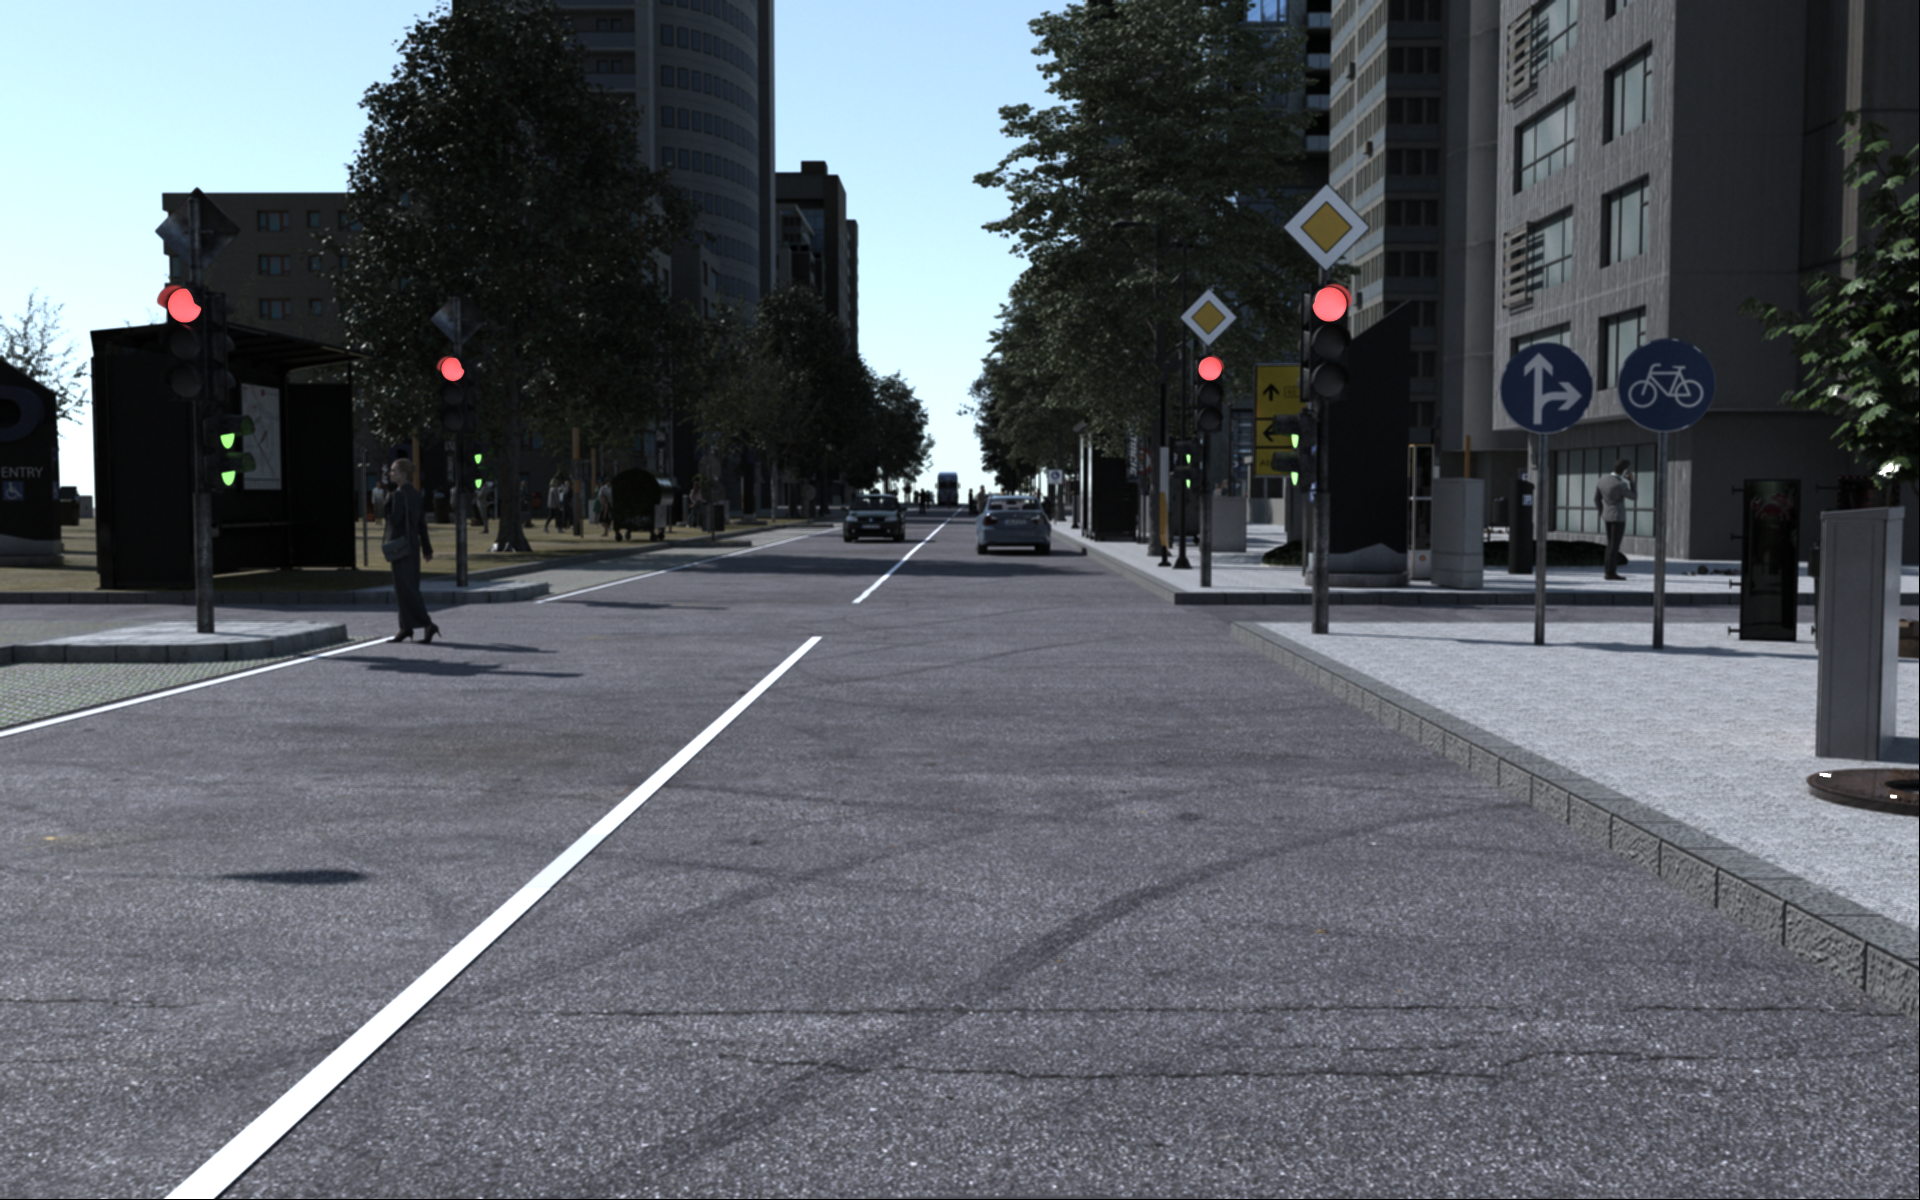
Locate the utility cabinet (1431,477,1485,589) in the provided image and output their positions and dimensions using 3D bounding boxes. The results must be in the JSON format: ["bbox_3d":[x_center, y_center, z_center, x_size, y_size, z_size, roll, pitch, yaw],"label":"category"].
[{"bbox_3d":[6.802,-0.916,23.658,0.318,1.500,1.173,0,4,-5],"label":"utility cabinet"}]

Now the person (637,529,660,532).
[{"bbox_3d":[-10.477,-3.181,58.138,0.778,1.811,0.616,-1,4,-23],"label":"person"}]

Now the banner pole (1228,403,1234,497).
[{"bbox_3d":[7.491,-3.536,47.835,0.401,3.779,0.863,1,4,19],"label":"banner pole"}]

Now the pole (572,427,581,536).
[{"bbox_3d":[-11.750,-3.622,53.056,0.158,3.312,0.155,0,3,0],"label":"pole"}]

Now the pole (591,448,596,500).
[{"bbox_3d":[-16.317,-5.096,77.155,0.158,3.312,0.155,0,3,0],"label":"pole"}]

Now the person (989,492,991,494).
[{"bbox_3d":[3.755,-12.851,219.416,0.445,1.727,0.742,0,4,4],"label":"person"}]

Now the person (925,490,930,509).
[{"bbox_3d":[-3.133,-9.724,167.515,0.705,1.821,1.348,1,4,18],"label":"person"}]

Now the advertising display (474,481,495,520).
[{"bbox_3d":[-23.074,-4.821,84.032,0.974,1.923,0.123,0,4,-7],"label":"advertising display"}]

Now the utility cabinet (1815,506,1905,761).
[{"bbox_3d":[4.553,0.146,8.772,0.306,1.237,1.020,2,4,32],"label":"utility cabinet"}]

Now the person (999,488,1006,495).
[{"bbox_3d":[2.612,-5.835,104.003,0.705,1.812,1.348,-3,4,-38],"label":"person"}]

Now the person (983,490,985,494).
[{"bbox_3d":[2.098,-8.704,150.743,0.705,1.831,1.348,3,5,41],"label":"person"}]

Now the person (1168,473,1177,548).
[{"bbox_3d":[4.802,-2.125,40.968,0.661,1.801,0.590,-2,4,-34],"label":"person"}]

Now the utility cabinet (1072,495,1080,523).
[{"bbox_3d":[5.422,-4.052,77.408,0.306,1.237,1.020,3,4,37],"label":"utility cabinet"}]

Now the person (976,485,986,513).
[{"bbox_3d":[0.847,-3.579,67.356,0.374,1.781,0.599,2,4,30],"label":"person"}]

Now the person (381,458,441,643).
[{"bbox_3d":[-5.296,-0.477,16.715,0.534,1.772,0.576,-1,4,-16],"label":"person"}]

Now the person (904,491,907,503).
[{"bbox_3d":[-7.491,-14.106,237.350,0.721,1.739,1.217,-1,4,-13],"label":"person"}]

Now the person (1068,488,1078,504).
[{"bbox_3d":[10.398,-9.279,157.760,1.348,1.823,0.705,2,4,30],"label":"person"}]

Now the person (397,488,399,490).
[{"bbox_3d":[-17.183,-2.881,53.627,0.782,1.767,0.515,2,4,24],"label":"person"}]

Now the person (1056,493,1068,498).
[{"bbox_3d":[9.778,-9.823,166.618,1.348,1.831,0.705,2,4,26],"label":"person"}]

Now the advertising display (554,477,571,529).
[{"bbox_3d":[-14.838,-3.635,64.642,0.974,1.923,0.123,3,5,43],"label":"advertising display"}]

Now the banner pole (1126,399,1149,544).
[{"bbox_3d":[4.607,-3.354,44.849,0.401,3.779,0.863,-3,5,-42],"label":"banner pole"}]

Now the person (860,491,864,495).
[{"bbox_3d":[-12.082,-12.568,211.390,0.599,1.838,0.709,-2,4,-29],"label":"person"}]

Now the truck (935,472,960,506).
[{"bbox_3d":[-1.483,-13.937,217.635,2.967,4.110,18.799,0,3,0],"label":"truck"}]

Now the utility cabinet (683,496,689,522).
[{"bbox_3d":[-12.279,-3.945,75.662,1.020,1.237,0.306,2,4,30],"label":"utility cabinet"}]

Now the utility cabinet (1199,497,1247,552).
[{"bbox_3d":[5.823,-1.662,38.333,1.020,1.237,0.306,1,4,10],"label":"utility cabinet"}]

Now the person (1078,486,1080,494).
[{"bbox_3d":[8.228,-6.850,118.050,0.705,1.823,1.348,1,4,15],"label":"person"}]

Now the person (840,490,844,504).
[{"bbox_3d":[-14.930,-12.991,218.890,0.568,1.767,0.683,0,4,-4],"label":"person"}]

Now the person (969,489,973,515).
[{"bbox_3d":[0.773,-6.754,119.069,0.705,1.807,1.348,0,3,0],"label":"person"}]

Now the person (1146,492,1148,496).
[{"bbox_3d":[13.160,-7.131,123.164,0.617,1.759,0.750,-1,4,-8],"label":"person"}]

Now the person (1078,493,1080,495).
[{"bbox_3d":[8.238,-6.638,115.106,0.750,1.759,0.617,-2,4,-29],"label":"person"}]

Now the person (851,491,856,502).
[{"bbox_3d":[-14.765,-14.334,240.954,0.990,1.755,0.434,-3,4,-36],"label":"person"}]

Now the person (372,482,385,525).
[{"bbox_3d":[-24.064,-3.999,71.647,0.478,1.798,0.641,-1,4,-19],"label":"person"}]

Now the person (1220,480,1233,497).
[{"bbox_3d":[9.612,-3.410,61.967,0.661,1.801,0.590,-2,4,-34],"label":"person"}]

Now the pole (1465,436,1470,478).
[{"bbox_3d":[17.676,-4.069,60.373,0.158,3.312,0.155,0,3,0],"label":"pole"}]

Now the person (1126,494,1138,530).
[{"bbox_3d":[5.931,-3.368,60.962,0.795,1.843,0.661,0,4,-1],"label":"person"}]

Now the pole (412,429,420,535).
[{"bbox_3d":[-16.998,-3.689,54.162,0.158,3.312,0.155,0,3,0],"label":"pole"}]

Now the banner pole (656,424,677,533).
[{"bbox_3d":[-9.635,-4.067,56.520,0.401,3.779,0.863,2,4,35],"label":"banner pole"}]

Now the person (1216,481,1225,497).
[{"bbox_3d":[11.046,-4.092,73.034,0.616,1.811,0.778,1,4,16],"label":"person"}]

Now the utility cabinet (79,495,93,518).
[{"bbox_3d":[-46.755,-4.958,92.227,0.306,1.237,1.020,3,5,41],"label":"utility cabinet"}]

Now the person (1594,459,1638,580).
[{"bbox_3d":[9.792,-1.202,25.873,0.473,1.802,0.592,-1,4,-10],"label":"person"}]

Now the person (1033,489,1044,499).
[{"bbox_3d":[6.510,-8.464,145.155,1.217,1.743,0.721,1,4,23],"label":"person"}]

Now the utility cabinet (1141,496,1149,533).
[{"bbox_3d":[6.328,-2.782,56.641,0.306,1.237,1.020,-3,5,-40],"label":"utility cabinet"}]

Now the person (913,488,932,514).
[{"bbox_3d":[-2.659,-6.969,122.404,1.348,1.831,0.705,0,4,-5],"label":"person"}]

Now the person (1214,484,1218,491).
[{"bbox_3d":[12.078,-4.567,81.207,0.782,1.767,0.515,3,4,36],"label":"person"}]

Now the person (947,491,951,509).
[{"bbox_3d":[-1.046,-9.599,166.361,0.541,1.710,0.530,-2,4,-33],"label":"person"}]

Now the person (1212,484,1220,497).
[{"bbox_3d":[11.187,-4.223,75.755,0.731,1.740,0.598,0,4,5],"label":"person"}]
